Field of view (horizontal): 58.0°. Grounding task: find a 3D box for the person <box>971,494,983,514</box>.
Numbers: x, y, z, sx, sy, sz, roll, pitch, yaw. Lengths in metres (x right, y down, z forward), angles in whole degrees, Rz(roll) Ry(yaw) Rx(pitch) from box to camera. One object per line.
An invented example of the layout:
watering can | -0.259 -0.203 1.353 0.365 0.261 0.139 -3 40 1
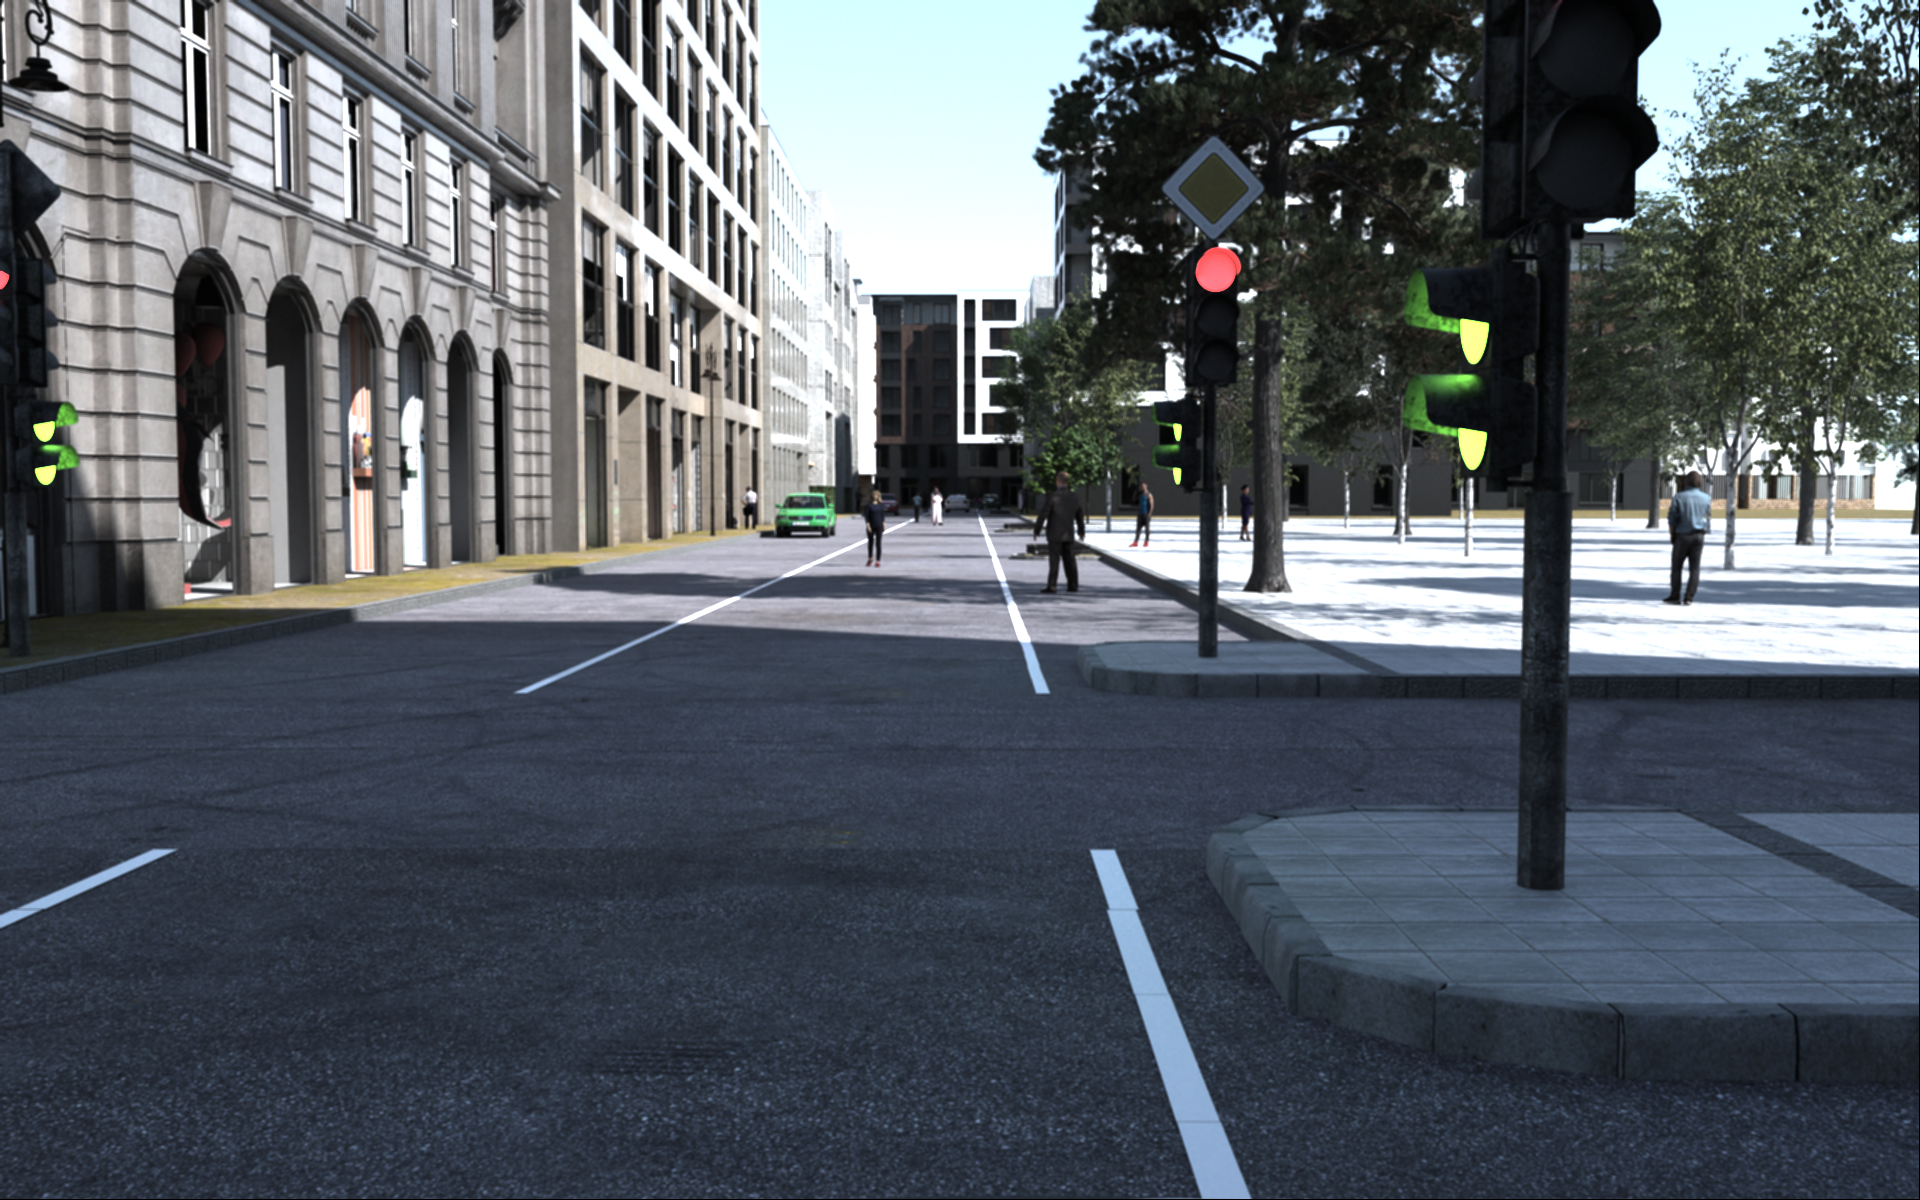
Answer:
person | 1.197 -6.859 123.861 0.991 1.433 0.599 -2 4 -23

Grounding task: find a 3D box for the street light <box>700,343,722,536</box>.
street light | -7.596 -4.909 53.045 0.468 5.910 1.993 0 4 0

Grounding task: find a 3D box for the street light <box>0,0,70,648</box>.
street light | -7.962 -2.543 14.374 0.468 5.910 1.993 0 4 0

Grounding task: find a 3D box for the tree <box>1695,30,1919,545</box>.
tree | 21.083 -7.674 43.600 7.486 12.596 7.792 0 3 0

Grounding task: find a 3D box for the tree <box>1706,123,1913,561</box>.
tree | 18.408 -5.272 36.563 4.737 8.622 4.395 0 3 0

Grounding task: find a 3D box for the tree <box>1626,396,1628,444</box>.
tree | 30.548 -7.944 80.255 4.360 8.622 3.978 0 3 0

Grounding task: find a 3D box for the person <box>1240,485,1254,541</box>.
person | 7.893 -2.371 47.186 0.546 1.535 0.453 1 4 14

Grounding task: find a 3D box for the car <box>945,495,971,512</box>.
car | -0.286 -8.856 157.163 2.083 1.381 4.827 0 4 -1

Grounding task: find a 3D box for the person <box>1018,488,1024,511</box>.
person | 4.666 -7.621 131.314 0.551 1.740 0.621 0 4 -2

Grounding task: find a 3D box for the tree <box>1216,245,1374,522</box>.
tree | 15.320 -9.848 79.136 7.486 12.596 7.792 0 3 0

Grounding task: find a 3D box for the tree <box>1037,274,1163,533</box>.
tree | 4.821 -6.531 57.145 4.737 8.622 4.395 0 3 0

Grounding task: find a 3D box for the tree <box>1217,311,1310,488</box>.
tree | 12.296 -7.230 68.572 4.737 8.622 4.395 0 3 0

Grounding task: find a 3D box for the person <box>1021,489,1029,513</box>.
person | 4.380 -6.650 115.687 0.530 1.710 0.541 -2 4 -33

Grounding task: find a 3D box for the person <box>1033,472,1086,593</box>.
person | 1.431 -0.986 25.177 0.990 1.755 0.434 -2 4 -33

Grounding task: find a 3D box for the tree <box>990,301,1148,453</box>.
tree | 4.838 -9.131 83.710 7.601 10.594 8.767 3 4 36

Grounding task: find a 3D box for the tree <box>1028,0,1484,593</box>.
tree | 4.031 -6.143 22.501 6.751 12.117 7.091 0 3 0

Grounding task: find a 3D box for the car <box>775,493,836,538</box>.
car | -5.177 -3.029 58.314 1.959 1.807 4.718 0 4 0

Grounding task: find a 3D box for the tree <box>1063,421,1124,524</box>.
tree | 5.483 -5.556 74.550 4.285 4.588 4.351 0 3 0

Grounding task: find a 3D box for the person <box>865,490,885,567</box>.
person | -1.716 -1.420 34.266 0.480 1.512 0.613 -2 4 -35

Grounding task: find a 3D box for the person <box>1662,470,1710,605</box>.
person | 8.397 -0.721 20.037 0.499 1.552 0.429 2 4 27

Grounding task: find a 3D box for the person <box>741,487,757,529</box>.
person | -7.728 -3.376 63.445 0.614 1.554 0.590 -1 4 -20

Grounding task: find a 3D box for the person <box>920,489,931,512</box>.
person | -2.706 -7.756 135.441 1.348 1.807 0.705 2 4 24

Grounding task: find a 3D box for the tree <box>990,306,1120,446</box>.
tree | 5.325 -10.340 94.817 9.928 11.665 9.643 0 3 0

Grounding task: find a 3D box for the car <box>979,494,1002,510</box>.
car | 2.763 -8.933 157.854 2.131 1.459 4.920 0 4 -1

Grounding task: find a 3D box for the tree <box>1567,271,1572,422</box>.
tree | 26.079 -8.958 64.593 7.486 12.596 7.792 0 3 0

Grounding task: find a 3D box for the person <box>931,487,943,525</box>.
person | -1.097 -4.323 79.856 0.551 1.740 0.621 -3 5 -43

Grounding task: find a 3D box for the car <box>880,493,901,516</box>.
car | -4.962 -6.479 114.966 2.155 1.783 4.494 0 3 0

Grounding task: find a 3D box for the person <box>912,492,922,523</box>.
person | -2.169 -4.675 87.149 0.499 1.552 0.429 3 4 38

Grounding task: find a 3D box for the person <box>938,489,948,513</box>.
person | -1.562 -7.544 131.861 1.348 1.823 0.705 2 4 32

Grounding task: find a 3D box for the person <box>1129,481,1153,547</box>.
person | 4.407 -2.094 42.151 0.647 1.594 0.662 3 4 38

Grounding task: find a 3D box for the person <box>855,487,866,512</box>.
person | -7.110 -7.206 124.385 0.750 1.759 0.617 -1 4 -23
